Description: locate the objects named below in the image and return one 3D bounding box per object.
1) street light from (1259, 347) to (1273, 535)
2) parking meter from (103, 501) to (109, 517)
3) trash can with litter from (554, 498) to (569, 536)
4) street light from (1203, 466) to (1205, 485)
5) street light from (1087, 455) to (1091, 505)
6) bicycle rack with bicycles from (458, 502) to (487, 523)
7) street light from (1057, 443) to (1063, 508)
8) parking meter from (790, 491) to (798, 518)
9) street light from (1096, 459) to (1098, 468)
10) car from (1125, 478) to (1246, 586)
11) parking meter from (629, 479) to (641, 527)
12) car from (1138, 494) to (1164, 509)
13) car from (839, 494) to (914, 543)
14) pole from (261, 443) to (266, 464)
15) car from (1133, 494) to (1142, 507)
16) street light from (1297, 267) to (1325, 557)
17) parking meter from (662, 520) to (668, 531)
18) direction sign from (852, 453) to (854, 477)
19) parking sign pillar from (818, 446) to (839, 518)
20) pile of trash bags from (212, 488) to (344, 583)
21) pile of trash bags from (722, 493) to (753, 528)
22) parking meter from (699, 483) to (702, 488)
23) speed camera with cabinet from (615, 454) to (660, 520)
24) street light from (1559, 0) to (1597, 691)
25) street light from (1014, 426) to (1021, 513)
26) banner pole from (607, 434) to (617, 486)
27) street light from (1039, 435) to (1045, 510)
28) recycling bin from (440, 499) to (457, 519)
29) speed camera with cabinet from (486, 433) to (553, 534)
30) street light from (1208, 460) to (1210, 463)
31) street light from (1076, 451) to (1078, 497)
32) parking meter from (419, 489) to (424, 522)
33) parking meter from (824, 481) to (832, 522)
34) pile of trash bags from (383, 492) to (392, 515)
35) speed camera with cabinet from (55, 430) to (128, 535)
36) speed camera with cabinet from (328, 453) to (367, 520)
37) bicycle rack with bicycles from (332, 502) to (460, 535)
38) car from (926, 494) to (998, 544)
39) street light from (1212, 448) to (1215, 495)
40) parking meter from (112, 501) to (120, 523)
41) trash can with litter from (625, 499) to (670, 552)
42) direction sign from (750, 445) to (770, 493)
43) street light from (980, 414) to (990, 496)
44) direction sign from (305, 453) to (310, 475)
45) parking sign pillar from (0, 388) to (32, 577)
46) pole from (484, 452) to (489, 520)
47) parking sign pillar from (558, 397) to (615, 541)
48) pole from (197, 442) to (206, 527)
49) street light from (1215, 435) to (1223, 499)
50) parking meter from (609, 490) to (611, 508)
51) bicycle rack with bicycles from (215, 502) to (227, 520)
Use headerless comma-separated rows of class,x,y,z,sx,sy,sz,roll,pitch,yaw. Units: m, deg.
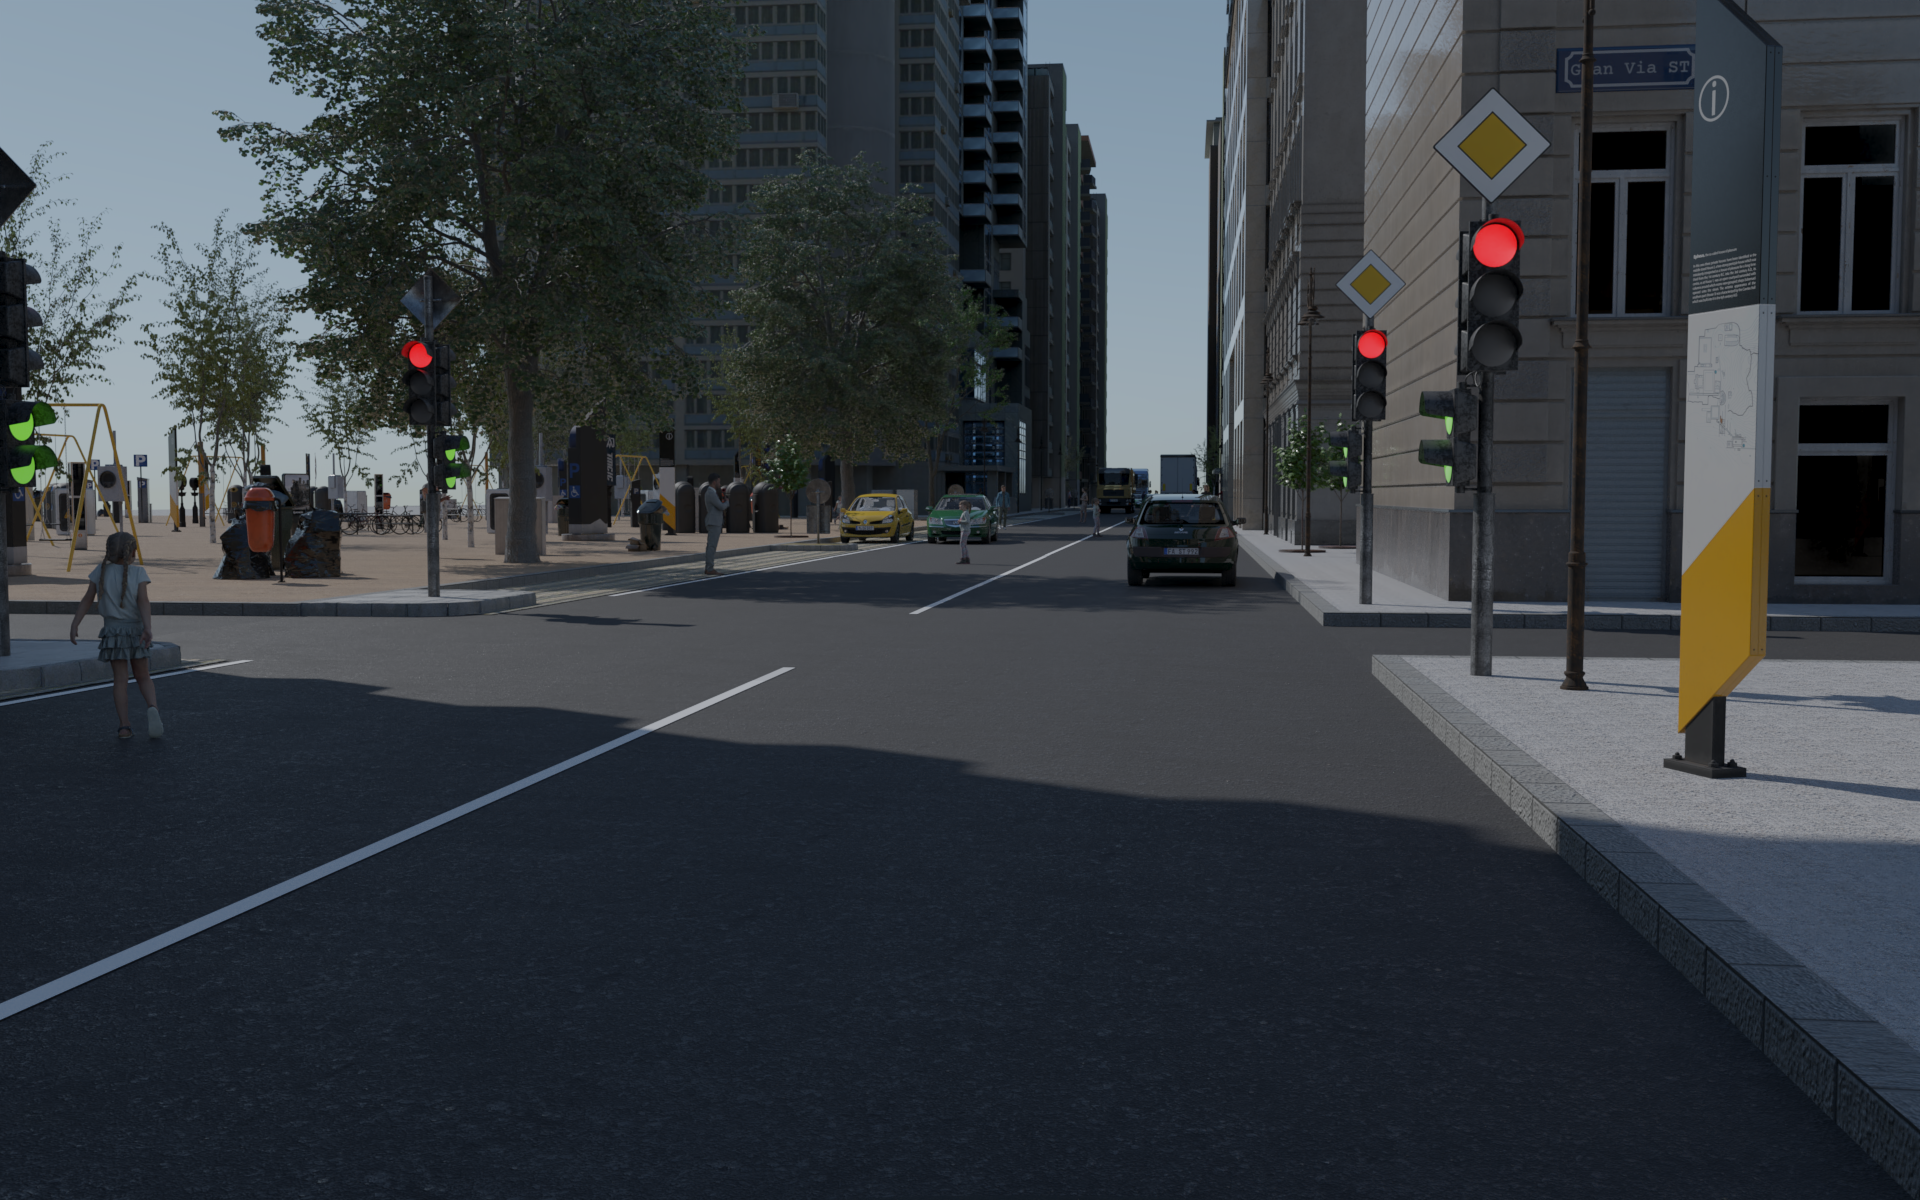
street light,9.686,-5.006,54.629,0.468,5.910,1.993,0,4,7
parking meter,-47.943,-5.596,97.208,0.255,1.863,0.399,-2,4,-26
trash can with litter,-12.139,-2.540,52.923,0.624,1.170,1.055,-1,4,-21
street light,33.064,-15.913,232.958,0.468,5.910,1.993,0,4,7
street light,14.877,-13.921,200.394,0.468,5.910,1.993,0,4,7
bicycle rack with bicycles,-22.903,-4.026,79.207,2.925,0.926,2.852,2,4,28
street light,8.999,-11.178,155.553,0.468,5.910,1.993,0,4,7
parking meter,-8.944,-5.361,93.366,0.255,1.863,0.399,3,5,42
street light,17.465,-15.163,220.703,0.468,5.910,1.993,0,4,7
car,3.677,-1.136,28.366,2.009,1.686,4.222,1,4,9
parking meter,-12.519,-3.732,66.734,0.399,1.863,0.255,-2,4,-25
car,11.751,-5.634,103.910,2.131,1.459,4.920,0,4,7
car,-2.456,-2.527,51.547,2.015,1.641,3.980,0,4,8
pole,-27.852,-4.615,69.295,0.158,3.312,0.155,0,3,0
car,17.360,-9.553,167.991,2.131,1.459,4.920,0,4,7
street light,7.152,-3.833,35.455,0.468,5.910,1.993,0,4,7
parking meter,-10.296,-3.211,60.914,0.372,1.533,0.369,0,3,0
direction sign,-4.907,-5.328,79.108,0.379,3.537,0.876,0,4,-8
parking sign pillar,-7.159,-6.388,92.915,1.447,3.967,1.447,1,4,20
pile of trash bags,-10.441,-1.018,26.403,1.912,1.369,3.447,-1,4,-15
pile of trash bags,-8.754,-3.452,66.191,1.912,1.369,3.447,3,4,38
parking meter,-13.618,-5.279,92.016,0.399,1.863,0.255,-2,4,-25
speed camera with cabinet,-16.143,-5.617,86.170,2.038,3.252,0.660,1,4,16
street light,4.037,-2.350,11.202,0.468,5.910,1.993,0,4,7
street light,3.953,-8.853,117.536,0.468,5.910,1.993,0,4,7
banner pole,-12.970,-4.494,63.500,0.863,3.779,0.401,-3,4,-37
street light,6.419,-10.020,136.619,0.468,5.910,1.993,0,4,7
recycling bin,-26.535,-4.714,89.625,0.722,1.027,0.722,2,4,25
speed camera with cabinet,-14.265,-3.773,56.026,2.038,3.252,0.660,0,4,8
street light,24.841,-12.067,170.086,0.468,5.910,1.993,0,4,7
street light,12.180,-12.731,180.935,0.468,5.910,1.993,0,4,7
parking meter,-22.635,-3.961,73.170,0.372,1.533,0.369,0,3,0
parking meter,-5.977,-4.433,78.183,0.399,1.863,0.255,-1,4,-10
pile of trash bags,-32.208,-5.076,92.741,3.447,1.369,1.912,-1,4,-14
speed camera with cabinet,-26.983,-3.636,53.777,2.038,3.252,0.660,0,4,3
speed camera with cabinet,-29.566,-5.457,83.565,2.038,3.252,0.660,2,4,29
bicycle rack with bicycles,-17.942,-2.562,55.278,2.925,0.926,2.852,0,4,2
car,0.109,-2.428,51.491,2.131,1.459,4.920,0,4,5
street light,22.338,-10.909,151.142,0.468,5.910,1.993,0,4,7
parking meter,-37.251,-4.324,76.415,0.255,1.863,0.399,-2,4,-34
trash can with litter,-7.046,-1.687,38.969,0.624,1.170,1.055,1,4,21
direction sign,-9.169,-5.409,80.437,0.379,3.537,0.876,3,5,42
street light,1.391,-7.655,97.944,0.468,5.910,1.993,0,4,7
direction sign,-36.339,-6.397,96.590,0.379,3.537,0.876,0,4,-7
parking sign pillar,-15.380,-2.360,27.055,1.447,3.967,1.447,0,4,-1
pole,-22.973,-5.519,84.073,0.158,3.312,0.155,0,3,0
parking sign pillar,-10.252,-3.621,47.680,1.447,3.967,1.447,1,4,21
pole,-29.612,-4.512,67.608,0.158,3.312,0.155,0,3,0
street light,19.902,-9.749,132.189,0.468,5.910,1.993,0,4,7
parking meter,-15.347,-4.088,75.254,0.372,1.533,0.369,0,3,0
bicycle rack with bicycles,-35.620,-4.423,85.702,2.925,0.926,2.852,3,5,44
